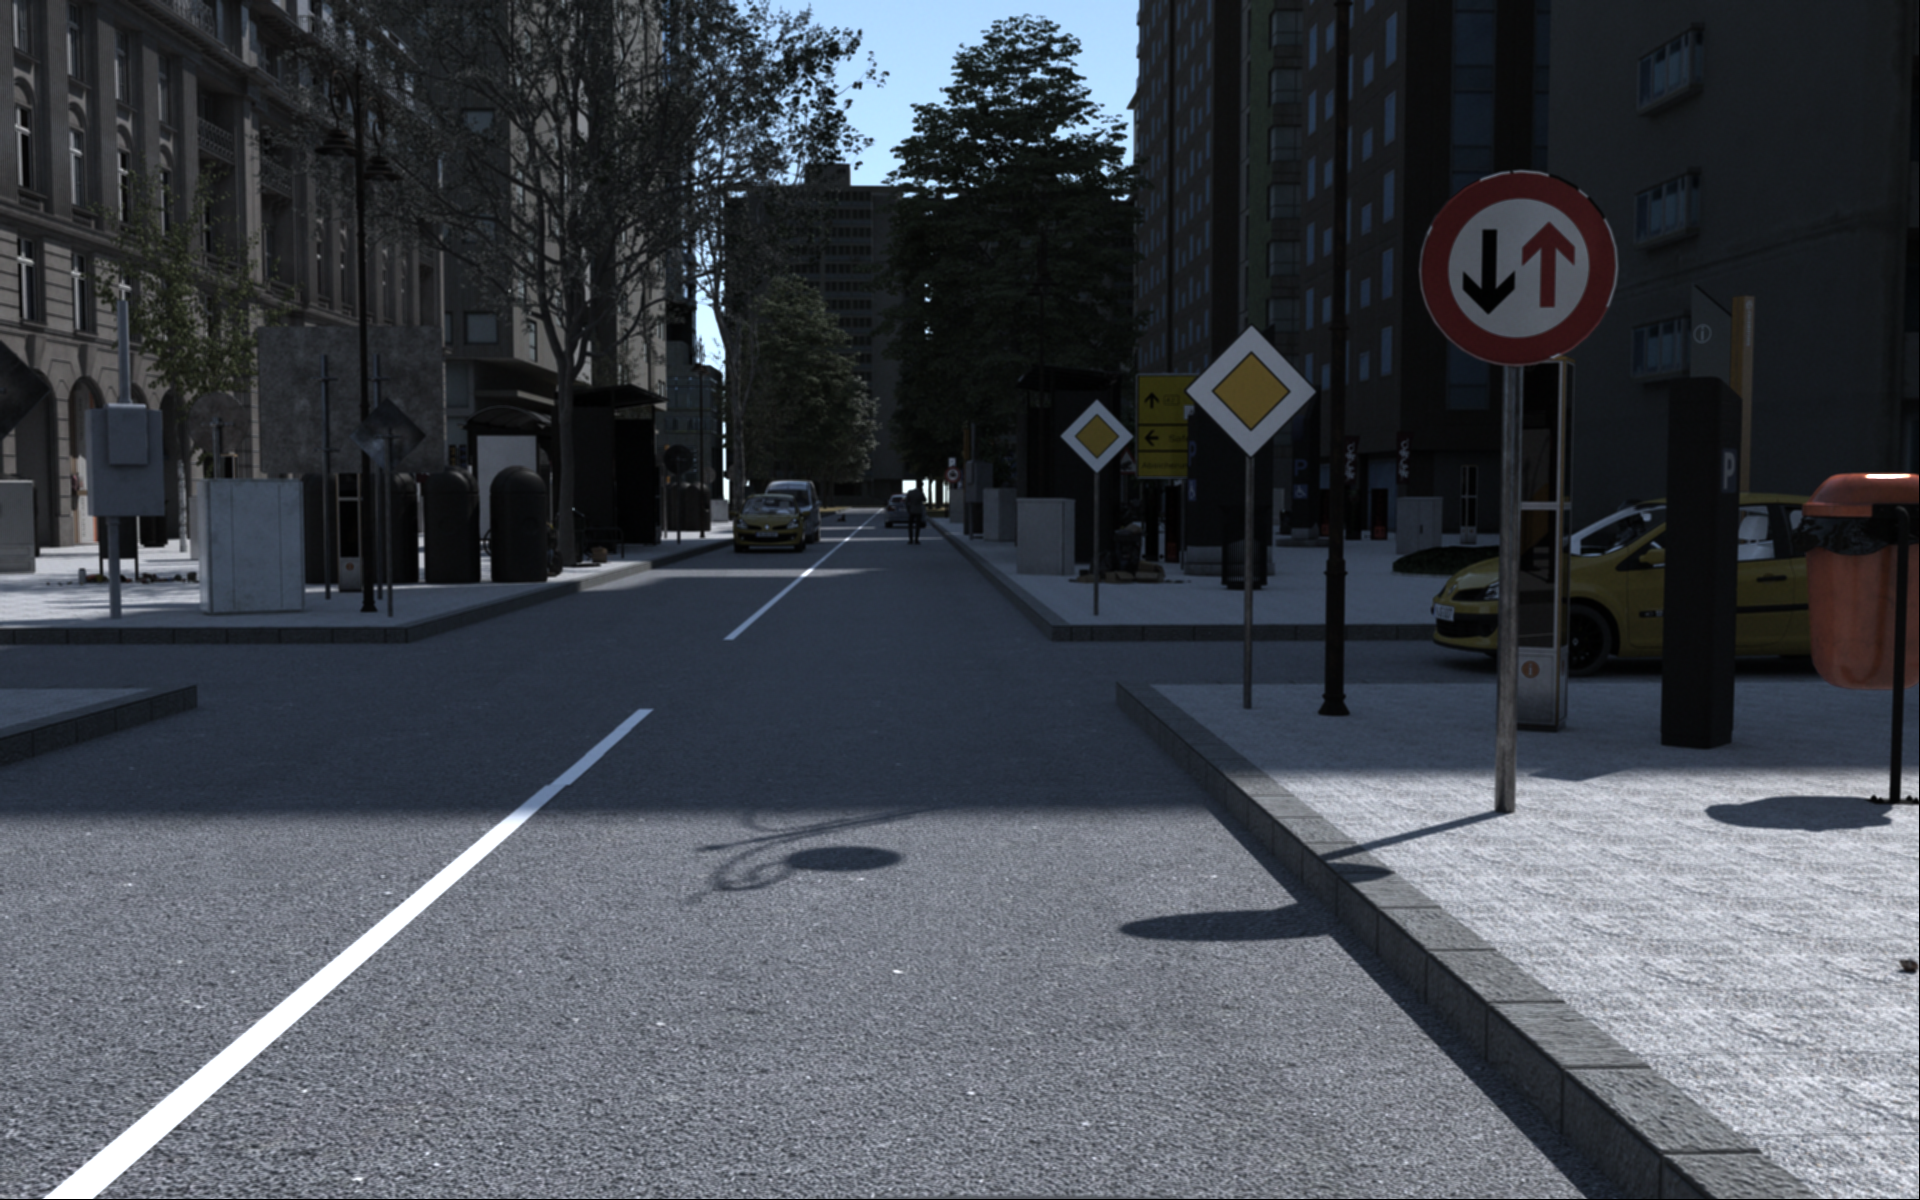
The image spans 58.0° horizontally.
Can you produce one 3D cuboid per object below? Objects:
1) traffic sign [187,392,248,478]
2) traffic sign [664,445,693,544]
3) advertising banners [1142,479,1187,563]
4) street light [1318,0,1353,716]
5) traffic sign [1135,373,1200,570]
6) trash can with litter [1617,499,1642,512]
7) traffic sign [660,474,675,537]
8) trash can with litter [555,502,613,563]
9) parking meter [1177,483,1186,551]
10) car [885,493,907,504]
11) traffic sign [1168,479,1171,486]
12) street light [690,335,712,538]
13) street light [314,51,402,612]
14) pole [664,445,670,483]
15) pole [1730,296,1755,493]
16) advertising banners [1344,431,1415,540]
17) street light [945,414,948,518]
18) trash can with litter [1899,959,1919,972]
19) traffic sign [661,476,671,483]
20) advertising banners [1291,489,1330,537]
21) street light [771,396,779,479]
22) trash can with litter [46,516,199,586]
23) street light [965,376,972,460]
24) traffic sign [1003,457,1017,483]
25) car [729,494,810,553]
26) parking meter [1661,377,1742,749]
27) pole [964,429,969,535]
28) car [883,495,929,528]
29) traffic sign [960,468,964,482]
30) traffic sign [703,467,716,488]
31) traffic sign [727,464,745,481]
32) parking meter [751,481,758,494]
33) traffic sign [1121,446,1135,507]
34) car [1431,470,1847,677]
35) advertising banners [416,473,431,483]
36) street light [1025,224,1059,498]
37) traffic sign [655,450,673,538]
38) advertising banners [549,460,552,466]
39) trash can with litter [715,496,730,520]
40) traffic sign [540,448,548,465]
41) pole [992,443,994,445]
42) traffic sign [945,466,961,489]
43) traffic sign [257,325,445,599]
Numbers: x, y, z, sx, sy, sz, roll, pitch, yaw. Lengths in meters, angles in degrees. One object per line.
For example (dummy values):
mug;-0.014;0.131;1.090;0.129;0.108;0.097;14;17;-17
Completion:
traffic sign;-9.273;-1.317;21.639;0.768;2.556;0.104;0;4;1
traffic sign;-7.243;-2.717;44.534;0.768;2.556;0.104;0;4;3
advertising banners;3.959;-2.211;32.339;0.090;3.025;2.074;-2;4;-24
street light;2.179;-2.271;9.915;0.468;5.910;1.993;0;4;-2
traffic sign;4.089;-2.160;29.184;2.265;3.308;0.079;0;4;3
trash can with litter;13.569;-1.448;35.054;0.624;1.170;1.055;2;4;35
traffic sign;-8.980;-3.176;51.928;0.884;2.594;0.081;0;4;4
trash can with litter;-7.018;-1.280;32.313;1.055;1.170;0.624;-1;4;-11
parking meter;5.065;-1.876;39.086;0.372;1.533;0.369;0;3;0
car;-3.454;-5.792;103.744;2.155;1.783;4.494;0;4;-1
traffic sign;5.490;-2.766;45.332;0.768;2.556;0.104;0;3;0
street light;-7.530;-4.750;50.451;0.468;5.910;1.993;0;4;-2
street light;-6.447;-2.809;18.712;0.468;5.910;1.993;0;4;-2
pole;-12.121;-4.765;71.746;0.158;3.312;0.155;0;3;0
pole;8.076;-1.474;17.950;0.158;3.312;0.155;0;3;0
advertising banners;11.679;-3.188;48.305;2.074;3.025;0.090;-1;4;-9
street light;-0.737;-7.353;93.009;0.468;5.910;1.993;0;4;-2
trash can with litter;3.785;0.391;4.665;2.233;1.210;1.678;2;4;26
traffic sign;-13.260;-4.726;77.377;0.768;2.556;0.104;0;4;5
advertising banners;10.942;-3.401;51.796;2.074;3.025;0.090;0;4;-5
street light;-8.717;-6.659;81.668;0.468;5.910;1.993;0;4;-2
trash can with litter;-11.834;-0.858;25.081;2.233;1.210;1.678;0;4;-4
street light;0.308;-5.443;61.786;0.468;5.910;1.993;0;4;-2
traffic sign;1.630;-3.633;59.499;0.768;2.556;0.104;0;4;3
car;-4.775;-2.048;43.705;2.015;1.641;3.980;0;4;-3
parking meter;3.793;-0.192;8.858;0.255;1.863;0.399;3;5;42
pole;0.207;-3.709;54.493;0.158;3.312;0.155;0;3;0
car;-2.331;-3.841;74.806;2.014;1.417;4.499;0;4;0
traffic sign;0.353;-4.939;80.851;0.768;2.556;0.104;0;4;8
traffic sign;-11.731;-4.923;80.589;0.768;2.556;0.104;0;4;5
traffic sign;-9.443;-4.463;73.076;0.768;2.556;0.104;0;4;4
parking meter;-9.436;-4.522;79.642;0.255;1.863;0.399;-1;4;-17
traffic sign;4.519;-2.877;47.041;0.884;2.594;0.081;0;4;6
car;5.957;-0.252;14.339;3.980;1.641;2.015;0;4;-2
advertising banners;-13.524;-2.771;41.492;2.074;3.025;0.090;-3;5;-41
street light;1.413;-3.500;30.009;0.468;5.910;1.993;0;4;-2
traffic sign;-8.518;-3.054;50.033;0.768;2.556;0.104;0;4;0
advertising banners;-21.769;-5.720;89.702;2.074;3.025;0.090;0;4;4
trash can with litter;-11.940;-4.512;84.823;2.233;1.210;1.678;3;5;39
traffic sign;-11.496;-2.857;46.814;0.768;2.556;0.104;0;4;8
pole;1.191;-4.360;65.135;0.158;3.312;0.155;0;3;0
traffic sign;-0.321;-4.856;79.503;0.768;2.556;0.104;0;4;7
traffic sign;-7.381;-1.659;21.000;2.265;3.308;0.079;0;4;3
